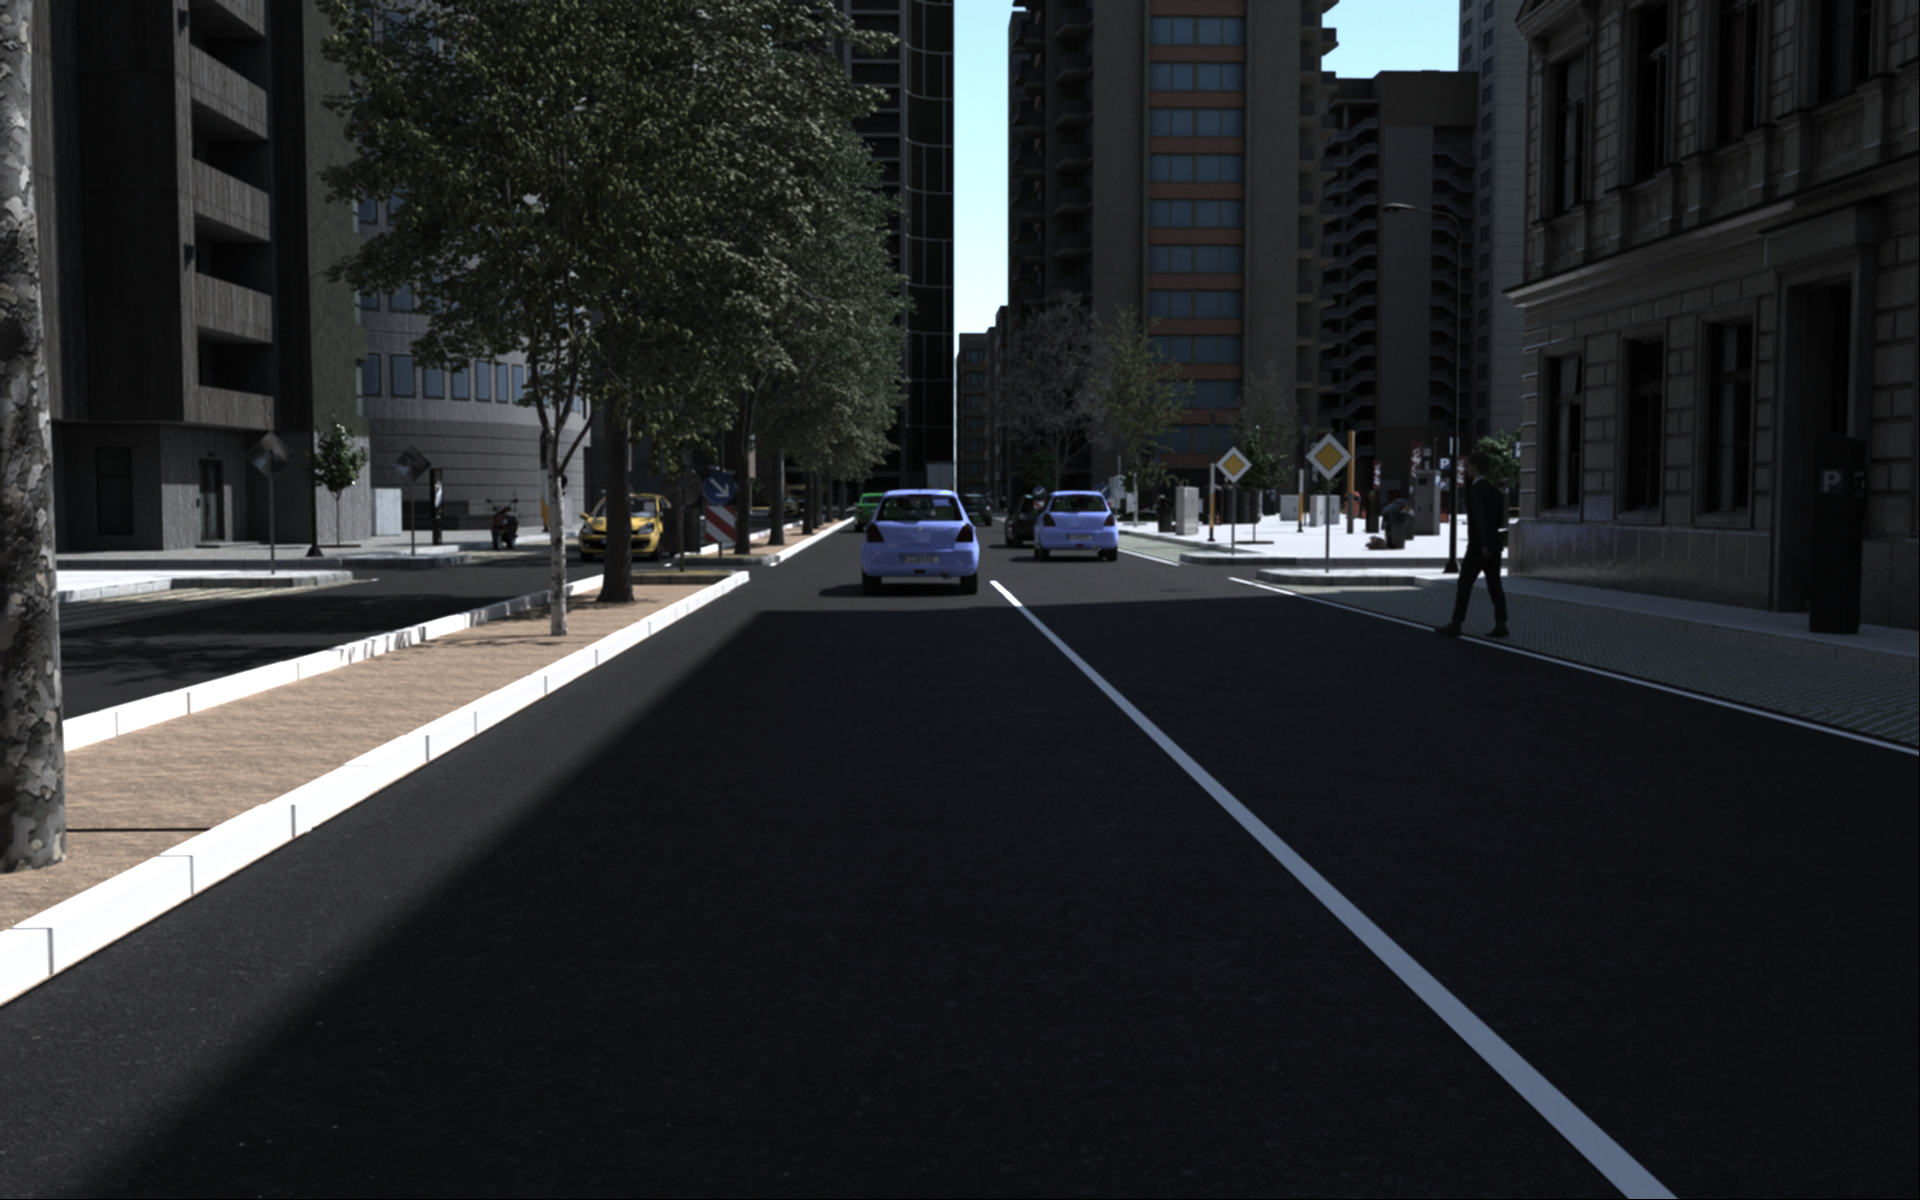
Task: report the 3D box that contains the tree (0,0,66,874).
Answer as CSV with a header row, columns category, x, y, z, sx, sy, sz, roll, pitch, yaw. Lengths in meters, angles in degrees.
category,x,y,z,sx,sy,sz,roll,pitch,yaw
tree,-4.920,-9.084,6.869,12.611,20.169,13.585,0,3,0

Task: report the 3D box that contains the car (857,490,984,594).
category,x,y,z,sx,sy,sz,roll,pitch,yaw
car,-0.598,-1.010,26.101,1.945,1.707,3.694,0,4,-1

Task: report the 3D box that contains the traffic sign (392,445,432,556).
category,x,y,z,sx,sy,sz,roll,pitch,yaw
traffic sign,-11.238,-1.951,35.549,0.795,2.450,0.064,0,4,-2

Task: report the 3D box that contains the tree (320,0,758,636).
category,x,y,z,sx,sy,sz,roll,pitch,yaw
tree,-3.999,-3.924,16.982,4.737,8.622,4.395,0,3,0

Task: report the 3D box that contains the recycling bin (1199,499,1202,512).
category,x,y,z,sx,sy,sz,roll,pitch,yaw
recycling bin,12.645,-4.826,91.451,0.722,1.027,0.722,3,5,41

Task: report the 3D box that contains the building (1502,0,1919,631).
category,x,y,z,sx,sy,sz,roll,pitch,yaw
building,13.607,-9.362,17.705,10.561,19.102,19.286,0,4,-2

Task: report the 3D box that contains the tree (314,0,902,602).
category,x,y,z,sx,sy,sz,roll,pitch,yaw
tree,-4.669,-6.266,23.042,7.486,12.596,7.792,0,3,0

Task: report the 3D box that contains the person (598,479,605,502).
category,x,y,z,sx,sy,sz,roll,pitch,yaw
person,-8.567,-2.051,42.135,0.767,1.812,0.694,0,4,-5

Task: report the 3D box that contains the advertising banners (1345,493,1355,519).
category,x,y,z,sx,sy,sz,roll,pitch,yaw
advertising banners,20.910,-5.717,89.657,2.074,3.025,0.090,-1,4,-14

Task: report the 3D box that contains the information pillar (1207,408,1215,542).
category,x,y,z,sx,sy,sz,roll,pitch,yaw
information pillar,6.815,-3.391,46.802,0.183,3.616,0.504,0,4,4

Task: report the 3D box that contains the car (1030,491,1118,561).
category,x,y,z,sx,sy,sz,roll,pitch,yaw
car,2.519,-1.753,38.248,1.945,1.707,3.694,0,4,0

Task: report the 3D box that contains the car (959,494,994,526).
category,x,y,z,sx,sy,sz,roll,pitch,yaw
car,0.555,-4.203,78.505,2.009,1.686,4.222,0,4,-1

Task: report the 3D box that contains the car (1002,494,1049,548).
category,x,y,z,sx,sy,sz,roll,pitch,yaw
car,2.197,-2.300,47.392,2.009,1.686,4.222,0,4,-3

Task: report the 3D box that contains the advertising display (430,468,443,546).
category,x,y,z,sx,sy,sz,roll,pitch,yaw
advertising display,-13.124,-2.338,43.435,0.123,1.923,0.974,0,4,-6

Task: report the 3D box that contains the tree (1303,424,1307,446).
category,x,y,z,sx,sy,sz,roll,pitch,yaw
tree,19.632,-9.749,109.759,4.360,8.622,3.978,0,3,0

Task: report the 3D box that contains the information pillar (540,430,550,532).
category,x,y,z,sx,sy,sz,roll,pitch,yaw
information pillar,-13.994,-4.097,58.337,0.183,3.616,0.504,-2,4,-34

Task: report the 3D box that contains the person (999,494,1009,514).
category,x,y,z,sx,sy,sz,roll,pitch,yaw
person,3.167,-6.886,124.271,0.799,1.438,0.628,0,4,7

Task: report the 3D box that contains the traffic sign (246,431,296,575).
category,x,y,z,sx,sy,sz,roll,pitch,yaw
traffic sign,-10.959,-1.463,27.569,0.795,2.450,0.064,0,4,-2

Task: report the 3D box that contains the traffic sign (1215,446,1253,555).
category,x,y,z,sx,sy,sz,roll,pitch,yaw
traffic sign,5.696,-1.986,36.119,0.795,2.450,0.064,0,4,-2

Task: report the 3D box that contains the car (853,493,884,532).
category,x,y,z,sx,sy,sz,roll,pitch,yaw
car,-3.117,-3.518,66.309,1.959,1.807,4.718,0,4,-2

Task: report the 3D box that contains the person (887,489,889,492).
category,x,y,z,sx,sy,sz,roll,pitch,yaw
person,-5.928,-8.107,140.911,0.709,1.838,0.599,3,4,36

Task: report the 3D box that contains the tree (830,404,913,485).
category,x,y,z,sx,sy,sz,roll,pitch,yaw
tree,-6.956,-10.140,102.666,8.767,10.594,7.601,0,4,-2

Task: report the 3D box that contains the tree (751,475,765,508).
category,x,y,z,sx,sy,sz,roll,pitch,yaw
tree,-18.484,-9.923,156.835,1.663,3.219,1.824,0,3,0

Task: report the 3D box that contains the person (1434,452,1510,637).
category,x,y,z,sx,sy,sz,roll,pitch,yaw
person,5.129,-0.550,17.264,0.659,1.850,0.755,-3,5,-42

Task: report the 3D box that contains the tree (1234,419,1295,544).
category,x,y,z,sx,sy,sz,roll,pitch,yaw
tree,7.581,-3.067,44.743,1.663,3.219,1.824,0,3,0

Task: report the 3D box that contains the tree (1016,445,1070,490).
category,x,y,z,sx,sy,sz,roll,pitch,yaw
tree,5.490,-7.916,113.146,4.285,4.588,4.351,0,3,0

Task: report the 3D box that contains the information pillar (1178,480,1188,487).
category,x,y,z,sx,sy,sz,roll,pitch,yaw
information pillar,11.758,-5.281,90.830,0.304,2.012,0.304,0,4,-7

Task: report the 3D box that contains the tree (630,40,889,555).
category,x,y,z,sx,sy,sz,roll,pitch,yaw
tree,-4.902,-6.806,39.491,9.928,11.665,9.643,0,3,0

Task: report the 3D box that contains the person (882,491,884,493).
category,x,y,z,sx,sy,sz,roll,pitch,yaw
person,-7.991,-10.376,178.860,1.217,1.743,0.721,-1,4,-19

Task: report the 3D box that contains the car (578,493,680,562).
category,x,y,z,sx,sy,sz,roll,pitch,yaw
car,-7.210,-1.699,38.002,2.015,1.641,3.980,0,4,0

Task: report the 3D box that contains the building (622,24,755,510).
category,x,y,z,sx,sy,sz,roll,pitch,yaw
building,-24.731,-30.241,144.545,14.600,45.320,14.200,0,4,-2

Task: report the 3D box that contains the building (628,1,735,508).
category,x,y,z,sx,sy,sz,roll,pitch,yaw
building,-30.841,-32.643,122.947,28.713,52.752,27.495,0,4,-2

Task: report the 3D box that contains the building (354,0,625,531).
category,x,y,z,sx,sy,sz,roll,pitch,yaw
building,-26.639,-32.334,70.664,21.231,58.520,28.212,0,4,-2

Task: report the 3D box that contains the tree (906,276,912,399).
category,x,y,z,sx,sy,sz,roll,pitch,yaw
tree,-5.281,-7.844,48.837,7.486,12.596,7.792,0,3,0

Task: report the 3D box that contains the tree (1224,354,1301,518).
category,x,y,z,sx,sy,sz,roll,pitch,yaw
tree,16.025,-8.676,92.208,4.360,8.622,3.978,0,3,0

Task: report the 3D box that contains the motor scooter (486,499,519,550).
category,x,y,z,sx,sy,sz,roll,pitch,yaw
motor scooter,-11.716,-1.942,44.526,0.815,1.314,1.986,0,4,-1

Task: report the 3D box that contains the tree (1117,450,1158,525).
category,x,y,z,sx,sy,sz,roll,pitch,yaw
tree,7.226,-4.763,72.473,1.663,3.219,1.824,0,3,0

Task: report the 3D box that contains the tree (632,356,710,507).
category,x,y,z,sx,sy,sz,roll,pitch,yaw
tree,-15.495,-8.758,93.556,4.360,8.622,3.978,0,3,0

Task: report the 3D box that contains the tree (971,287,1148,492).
category,x,y,z,sx,sy,sz,roll,pitch,yaw
tree,5.788,-11.700,101.660,12.009,13.543,11.850,0,3,0

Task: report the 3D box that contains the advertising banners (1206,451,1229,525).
category,x,y,z,sx,sy,sz,roll,pitch,yaw
advertising banners,10.641,-4.594,71.307,0.090,3.025,2.074,-1,4,-17

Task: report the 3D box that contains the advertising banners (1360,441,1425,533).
category,x,y,z,sx,sy,sz,roll,pitch,yaw
advertising banners,14.321,-3.729,57.150,2.074,3.025,0.090,0,4,-7

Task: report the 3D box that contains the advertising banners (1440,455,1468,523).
category,x,y,z,sx,sy,sz,roll,pitch,yaw
advertising banners,21.601,-4.967,77.406,2.074,3.025,0.090,1,4,11

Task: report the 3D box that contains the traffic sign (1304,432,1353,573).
category,x,y,z,sx,sy,sz,roll,pitch,yaw
traffic sign,5.975,-1.498,28.139,0.795,2.450,0.064,0,4,-2

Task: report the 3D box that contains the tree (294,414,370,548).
category,x,y,z,sx,sy,sz,roll,pitch,yaw
tree,-15.149,-2.881,41.712,1.663,3.219,1.824,0,3,0

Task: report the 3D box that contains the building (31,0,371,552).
category,x,y,z,sx,sy,sz,roll,pitch,yaw
building,-23.433,-16.471,40.995,14.160,30.474,14.107,0,4,-2

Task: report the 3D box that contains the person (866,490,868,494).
category,x,y,z,sx,sy,sz,roll,pitch,yaw
person,-9.947,-10.866,186.182,1.348,1.821,0.705,1,4,15

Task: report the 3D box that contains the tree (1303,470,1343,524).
category,x,y,z,sx,sy,sz,roll,pitch,yaw
tree,15.551,-4.894,74.614,1.663,3.219,1.824,0,3,0

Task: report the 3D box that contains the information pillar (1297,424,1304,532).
category,x,y,z,sx,sy,sz,roll,pitch,yaw
information pillar,11.444,-4.083,58.113,0.183,3.616,0.504,0,4,4

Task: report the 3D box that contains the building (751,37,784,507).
category,x,y,z,sx,sy,sz,roll,pitch,yaw
building,-29.170,-33.714,174.919,21.600,48.544,21.300,0,4,-2

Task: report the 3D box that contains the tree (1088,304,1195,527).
category,x,y,z,sx,sy,sz,roll,pitch,yaw
tree,6.859,-7.127,66.884,4.737,8.622,4.395,0,3,0

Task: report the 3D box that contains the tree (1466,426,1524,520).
category,x,y,z,sx,sy,sz,roll,pitch,yaw
tree,26.566,-6.204,85.142,4.285,4.588,4.351,0,3,0
